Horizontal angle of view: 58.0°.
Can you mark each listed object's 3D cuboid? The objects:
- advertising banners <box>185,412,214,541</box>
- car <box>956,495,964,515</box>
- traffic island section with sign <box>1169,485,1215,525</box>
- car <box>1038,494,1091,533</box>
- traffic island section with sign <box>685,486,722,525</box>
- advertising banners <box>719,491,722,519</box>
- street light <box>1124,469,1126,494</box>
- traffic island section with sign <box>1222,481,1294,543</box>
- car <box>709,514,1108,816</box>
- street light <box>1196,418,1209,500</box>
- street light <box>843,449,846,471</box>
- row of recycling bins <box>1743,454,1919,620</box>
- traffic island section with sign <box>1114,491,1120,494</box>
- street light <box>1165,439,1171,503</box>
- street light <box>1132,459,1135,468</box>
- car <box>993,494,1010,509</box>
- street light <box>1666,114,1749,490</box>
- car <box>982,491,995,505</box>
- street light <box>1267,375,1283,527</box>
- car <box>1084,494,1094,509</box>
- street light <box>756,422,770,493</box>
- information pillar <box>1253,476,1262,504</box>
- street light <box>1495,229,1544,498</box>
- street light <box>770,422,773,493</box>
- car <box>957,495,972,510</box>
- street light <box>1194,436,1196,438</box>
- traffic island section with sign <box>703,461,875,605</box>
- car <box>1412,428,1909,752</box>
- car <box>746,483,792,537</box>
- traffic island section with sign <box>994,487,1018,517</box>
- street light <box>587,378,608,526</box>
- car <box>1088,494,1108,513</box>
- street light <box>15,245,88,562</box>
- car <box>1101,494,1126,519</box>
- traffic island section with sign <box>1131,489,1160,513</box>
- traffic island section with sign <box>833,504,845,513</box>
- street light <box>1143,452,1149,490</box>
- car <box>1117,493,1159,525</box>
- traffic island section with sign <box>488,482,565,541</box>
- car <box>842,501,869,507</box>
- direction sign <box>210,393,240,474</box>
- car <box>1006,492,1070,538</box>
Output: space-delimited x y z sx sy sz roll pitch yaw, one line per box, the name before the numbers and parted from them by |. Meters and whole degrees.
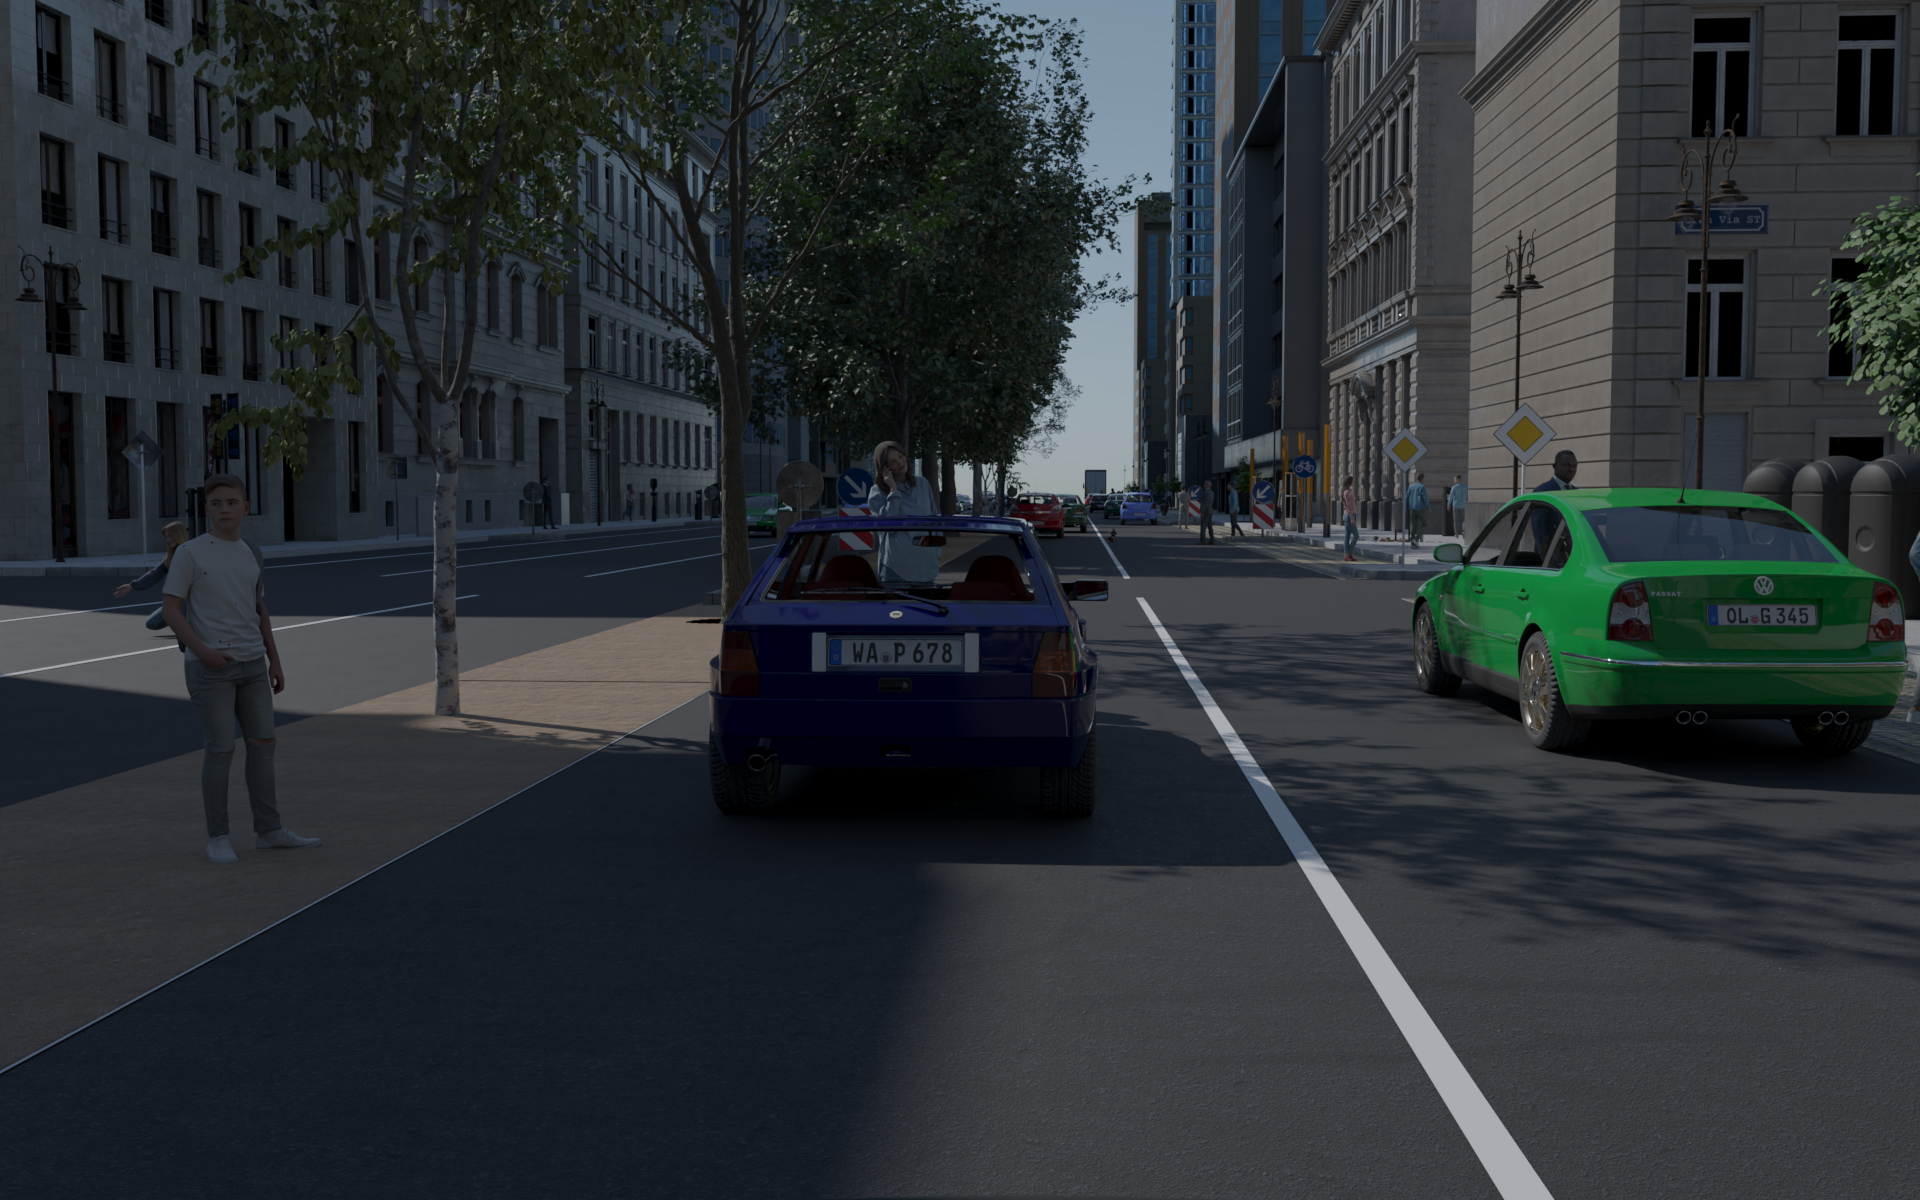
advertising banners | -16.570 -2.544 37.782 0.090 3.025 2.074 -3 5 -39
car | -0.792 -5.167 96.280 2.131 1.459 4.920 0 4 3
traffic island section with sign | 10.698 -4.363 79.960 1.989 1.847 2.006 0 4 4
car | 3.887 -3.283 65.478 2.131 1.459 4.920 0 4 4
traffic island section with sign | -11.704 -4.428 81.021 1.989 1.847 2.006 0 4 4
advertising banners | -12.554 -5.827 91.458 0.090 3.025 2.074 0 4 1
street light | 25.070 -17.784 263.561 0.468 5.910 1.993 0 4 4
traffic island section with sign | 8.850 -2.632 51.659 1.989 1.847 2.006 0 4 4
car | -0.179 0.214 9.086 1.945 1.354 3.894 0 4 3
street light | 14.567 -7.998 103.555 0.468 5.910 1.993 0 4 4
street light | -9.565 -10.540 145.118 0.468 5.910 1.993 0 4 4
row of recycling bins | 9.693 -0.691 18.411 1.069 1.692 3.534 -1 4 -16
traffic island section with sign | 21.110 -14.110 239.323 1.989 1.847 2.006 0 4 4
street light | 17.275 -10.501 144.486 0.468 5.910 1.993 0 4 4
street light | 22.637 -15.514 226.441 0.468 5.910 1.993 0 4 4
car | 3.944 -9.177 162.038 2.014 1.417 4.499 0 4 4
street light | 9.260 -2.986 21.611 0.468 5.910 1.993 0 4 4
car | 2.844 -11.248 192.575 2.281 1.827 5.304 0 4 5
street light | 12.214 -5.779 67.272 0.468 5.910 1.993 0 4 4
car | 13.224 -9.850 170.085 2.155 1.783 4.494 0 4 4
street light | -12.187 -8.137 105.827 0.468 5.910 1.993 0 4 4
information pillar | 12.422 -4.153 72.387 0.304 2.012 0.304 0 4 -7
street light | 9.800 -3.528 30.472 0.468 5.910 1.993 0 4 4
street light | -11.915 -8.311 108.671 0.468 5.910 1.993 0 4 4
car | 0.132 -9.136 161.733 2.083 1.381 4.827 0 4 4
street light | 14.857 -8.271 108.015 0.468 5.910 1.993 0 4 4
traffic island section with sign | -2.238 -0.914 23.077 2.006 1.907 1.989 0 4 4
car | 4.150 -0.136 11.021 1.959 1.807 4.718 0 4 2
car | -6.763 -3.047 58.620 1.959 1.807 4.718 0 4 3
traffic island section with sign | 3.143 -5.952 105.448 2.006 1.907 1.989 0 4 4
street light | -14.451 -5.895 69.166 0.468 5.910 1.993 0 4 4
car | 10.776 -7.496 132.338 2.009 1.686 4.222 0 4 5
street light | -16.938 -3.648 32.429 0.468 5.910 1.993 0 4 4
car | 9.302 -5.442 100.768 2.131 1.459 4.920 0 4 4
traffic island section with sign | 13.973 -7.427 130.054 1.989 1.847 2.006 0 4 4
traffic island section with sign | -8.468 -7.455 130.510 1.989 1.847 2.006 0 4 4
street light | 20.238 -13.280 189.922 0.468 5.910 1.993 0 4 4
car | 8.302 -4.343 80.596 1.945 1.707 3.694 0 4 5
traffic island section with sign | -13.462 -2.783 54.123 1.989 1.847 2.006 0 4 4
car | -4.892 -4.705 86.522 1.945 1.707 3.694 0 4 4
direction sign | -16.537 -2.877 39.039 0.876 3.537 0.379 2 4 27
car | 2.570 -2.969 57.586 2.155 1.783 4.494 0 4 4
